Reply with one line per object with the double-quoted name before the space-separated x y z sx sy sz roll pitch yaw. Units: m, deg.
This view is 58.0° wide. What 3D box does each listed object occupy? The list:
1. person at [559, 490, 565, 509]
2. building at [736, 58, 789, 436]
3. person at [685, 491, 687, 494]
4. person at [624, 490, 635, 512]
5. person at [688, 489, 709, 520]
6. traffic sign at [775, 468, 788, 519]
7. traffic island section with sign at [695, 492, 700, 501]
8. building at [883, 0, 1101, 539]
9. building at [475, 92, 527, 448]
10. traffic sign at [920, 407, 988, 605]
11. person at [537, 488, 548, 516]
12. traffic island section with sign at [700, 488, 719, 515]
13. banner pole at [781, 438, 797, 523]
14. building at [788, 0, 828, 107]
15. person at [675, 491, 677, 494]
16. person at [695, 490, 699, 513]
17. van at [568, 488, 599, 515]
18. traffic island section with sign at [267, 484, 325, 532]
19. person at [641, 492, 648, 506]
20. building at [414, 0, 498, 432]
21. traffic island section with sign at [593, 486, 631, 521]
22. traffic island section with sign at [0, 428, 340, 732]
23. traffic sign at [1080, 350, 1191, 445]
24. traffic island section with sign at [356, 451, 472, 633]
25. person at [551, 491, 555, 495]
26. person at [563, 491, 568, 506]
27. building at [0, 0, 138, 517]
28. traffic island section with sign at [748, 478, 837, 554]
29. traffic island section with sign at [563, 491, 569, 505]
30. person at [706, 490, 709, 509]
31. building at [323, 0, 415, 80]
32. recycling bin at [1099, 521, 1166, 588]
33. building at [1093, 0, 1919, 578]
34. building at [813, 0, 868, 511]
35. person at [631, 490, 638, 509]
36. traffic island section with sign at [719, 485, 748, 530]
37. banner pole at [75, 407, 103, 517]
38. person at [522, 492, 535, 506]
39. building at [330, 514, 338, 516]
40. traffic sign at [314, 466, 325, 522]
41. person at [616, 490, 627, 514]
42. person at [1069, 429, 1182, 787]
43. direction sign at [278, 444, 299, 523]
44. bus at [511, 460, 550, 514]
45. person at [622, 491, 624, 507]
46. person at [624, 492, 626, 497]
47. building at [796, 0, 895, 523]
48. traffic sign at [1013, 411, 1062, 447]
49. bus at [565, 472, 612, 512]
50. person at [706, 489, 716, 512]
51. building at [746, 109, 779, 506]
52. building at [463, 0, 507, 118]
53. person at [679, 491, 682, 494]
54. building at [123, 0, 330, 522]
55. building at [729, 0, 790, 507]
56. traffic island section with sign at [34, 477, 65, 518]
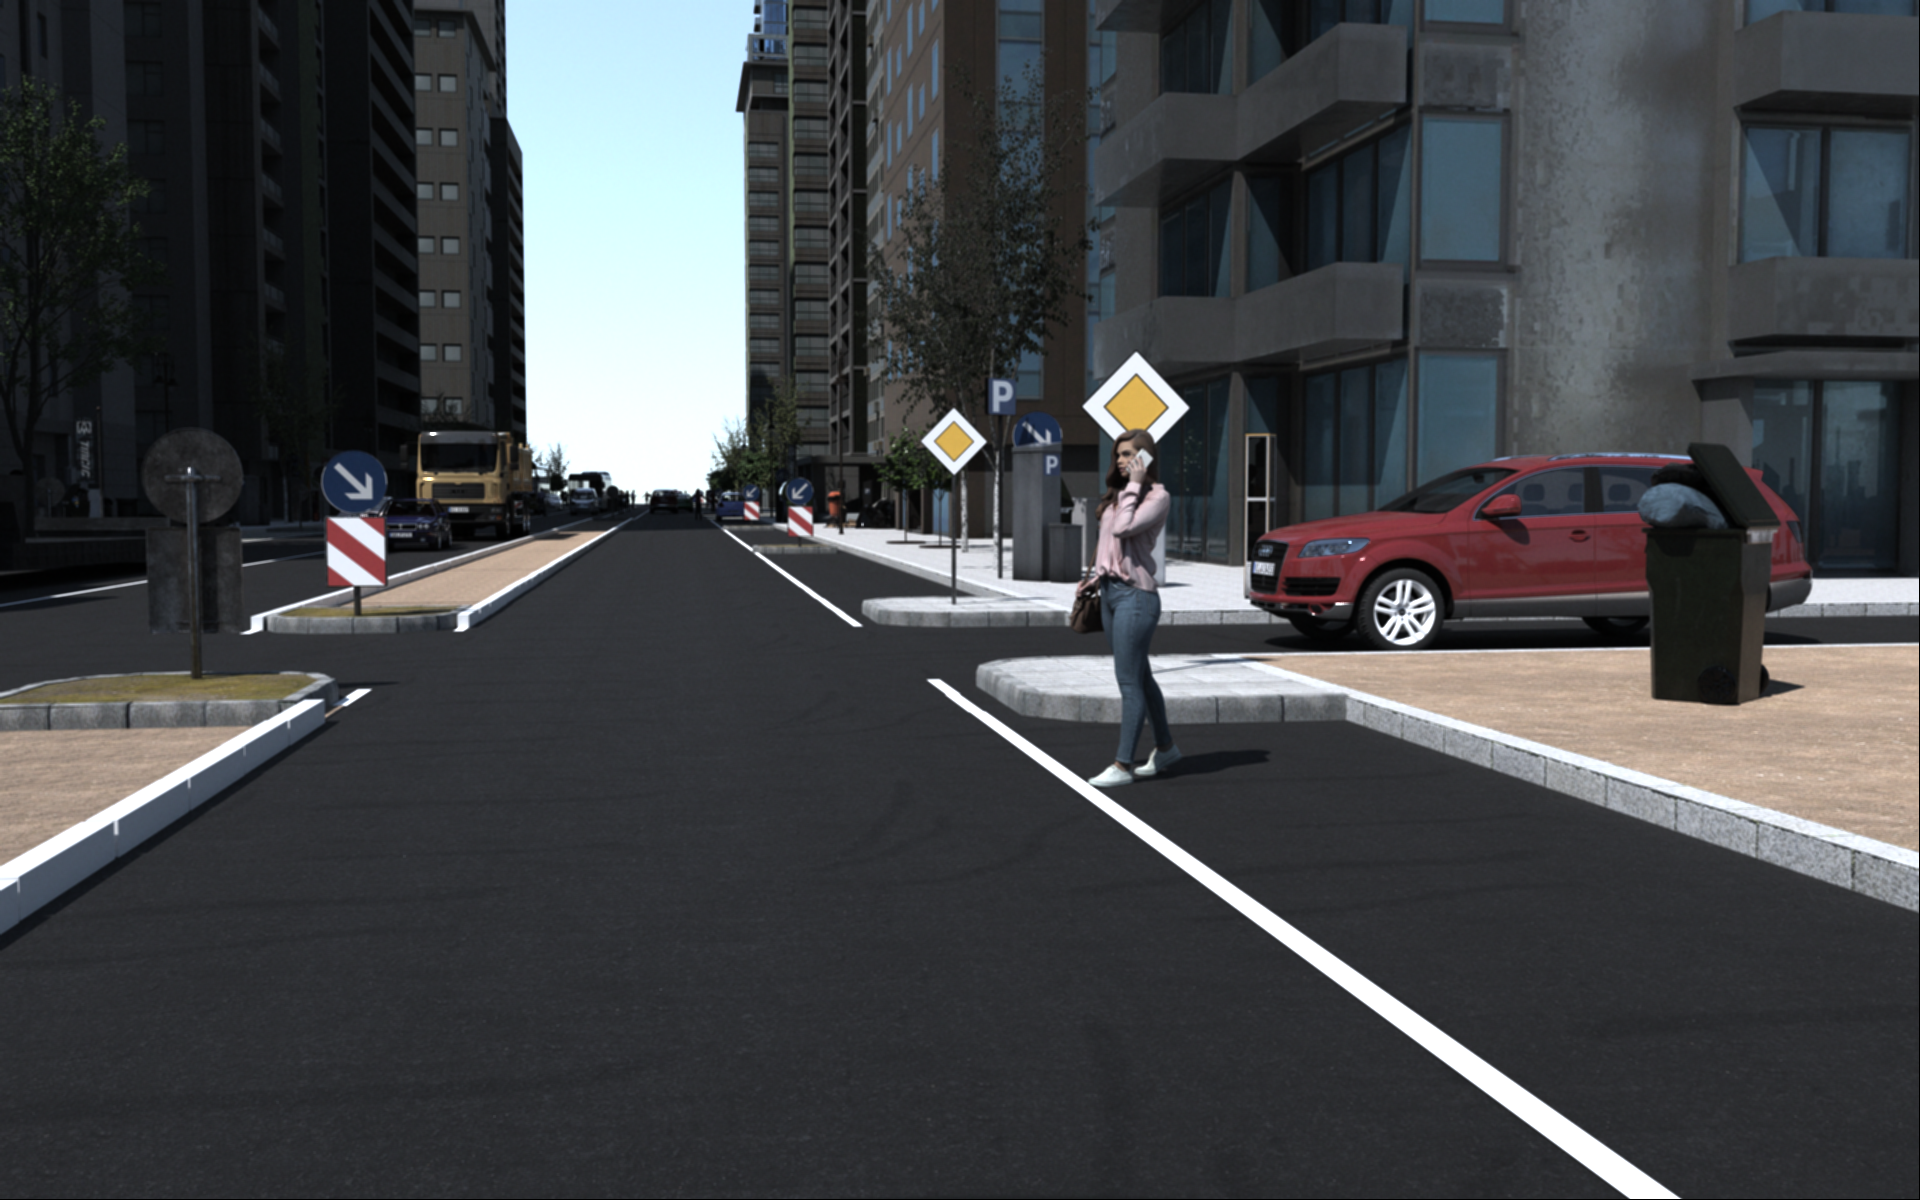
"person" -38.108 -9.612 165.676 0.705 1.822 1.348 1 4 21
"building" -12.078 -37.961 209.903 28.713 52.752 27.495 -1 4 -9
"person" -25.523 -9.321 161.426 1.217 1.766 0.721 1 4 21
"person" -26.883 -8.012 140.213 1.217 1.735 0.721 1 4 15
"person" -14.708 -5.392 97.377 1.217 1.743 0.721 -1 4 -9
"traffic sign" -8.666 -5.189 84.946 0.768 2.556 0.104 0 4 -3
"traffic island section with sign" -21.040 -8.365 145.400 1.989 1.847 2.006 -1 4 -9
"building" 5.210 -24.814 55.815 14.600 45.320 14.200 -1 4 -9
"building" -64.984 -35.955 211.558 21.300 48.544 21.600 -1 4 -9
"traffic sign" -0.074 -1.003 20.046 0.795 2.450 0.064 -1 4 -9
"person" -27.190 -6.384 112.747 0.709 1.838 0.599 0 4 3
"traffic island section with sign" -16.648 -6.739 118.804 1.989 1.847 2.006 -1 4 -9
"banner pole" -7.597 -5.314 76.903 0.863 3.779 0.401 3 4 37
"building" -5.804 -27.261 129.310 14.154 41.232 14.086 -1 4 -9
"person" -27.415 -9.661 167.011 0.990 1.755 0.434 1 4 10
"person" -20.240 -7.612 133.751 0.445 1.727 0.742 0 4 -7
"van" -25.599 -6.785 117.949 2.013 2.044 4.112 0 4 -8
"traffic island section with sign" -25.124 -3.499 65.835 1.989 1.847 2.006 -1 4 -9
"person" -36.611 -11.813 202.356 1.217 1.736 0.721 -2 4 -25
"building" -65.307 -36.533 186.546 28.713 52.752 27.495 -1 4 -9
"traffic island section with sign" -18.649 -5.183 92.879 2.006 1.907 1.989 -1 4 -9
"traffic island section with sign" -5.223 -0.201 11.428 2.006 1.907 1.989 -1 4 -9
"traffic sign" 1.225 -0.521 12.167 0.795 2.450 0.064 -1 4 -9
"traffic island section with sign" -6.418 -0.648 18.738 2.006 1.907 1.989 -1 4 -9
"person" -48.434 -12.069 205.928 0.705 1.812 1.348 3 4 37
"person" -46.660 -12.036 205.367 0.705 1.814 1.350 2 4 34
"building" -40.584 -31.146 51.239 21.231 58.520 28.212 -1 4 -9
"traffic island section with sign" -4.104 -2.082 42.671 1.989 1.847 2.006 -1 4 -9
"traffic island section with sign" -51.163 -13.161 223.816 1.989 1.847 2.006 -1 4 -9
"person" -24.615 -9.803 168.796 0.705 1.823 1.348 -1 4 -9
"building" -50.346 -30.388 120.540 21.300 48.544 21.600 -1 4 -9
"recycling bin" 2.381 -0.697 23.949 0.722 1.027 0.722 -1 4 -18
"building" 17.775 -25.464 35.941 30.456 49.044 23.786 -1 4 -9
"building" 0.324 -41.199 111.854 20.563 71.187 20.611 -1 4 -9
"person" -31.795 -9.834 169.156 0.599 1.838 0.709 -2 4 -35
"traffic island section with sign" -8.482 -3.709 69.269 1.989 1.847 2.006 -1 4 -9
"banner pole" -24.862 -3.644 49.594 0.863 3.779 0.401 -2 4 -33
"person" -23.522 -5.193 94.198 0.721 1.735 1.217 1 4 19
"building" -45.697 -40.397 98.747 20.563 71.187 20.611 -1 4 -9
"traffic sign" -29.335 -4.866 79.661 0.768 2.556 0.104 0 4 -1
"person" -24.616 -7.110 125.464 0.721 1.736 1.217 3 5 42
"person" 0.889 0.028 8.628 0.643 1.750 0.593 -1 4 -22
"direction sign" -30.221 -5.262 78.031 0.876 3.537 0.379 -2 4 -31
"bus" -31.613 -8.227 126.058 2.896 3.916 12.252 -1 4 -9
"person" -37.041 -11.116 190.797 0.434 1.755 0.990 0 4 -5
"person" -45.938 -13.932 237.213 0.530 1.710 0.541 0 4 -2
"building" 8.295 -24.045 85.012 32.217 40.220 23.993 -1 4 -9
"traffic sign" 1.191 -1.633 26.808 0.768 2.556 0.104 0 4 -3
"bus" -29.307 -8.719 137.407 2.948 3.499 13.247 0 4 -8
"person" -19.706 -7.945 138.335 1.348 1.831 0.705 2 4 33
"building" -16.148 -30.878 188.447 14.154 41.232 14.086 -1 4 -9
"building" -68.950 -48.521 231.565 20.563 71.187 20.611 -1 4 -9
"person" -28.784 -10.377 178.950 0.721 1.735 1.217 0 4 6
"building" -38.808 -24.339 81.544 14.154 41.232 14.086 -1 4 -9
"building" -20.212 -56.541 237.122 22.319 86.520 31.000 -1 4 -9
"traffic island section with sign" -20.722 -1.867 39.147 1.989 1.847 2.006 -1 4 -9
